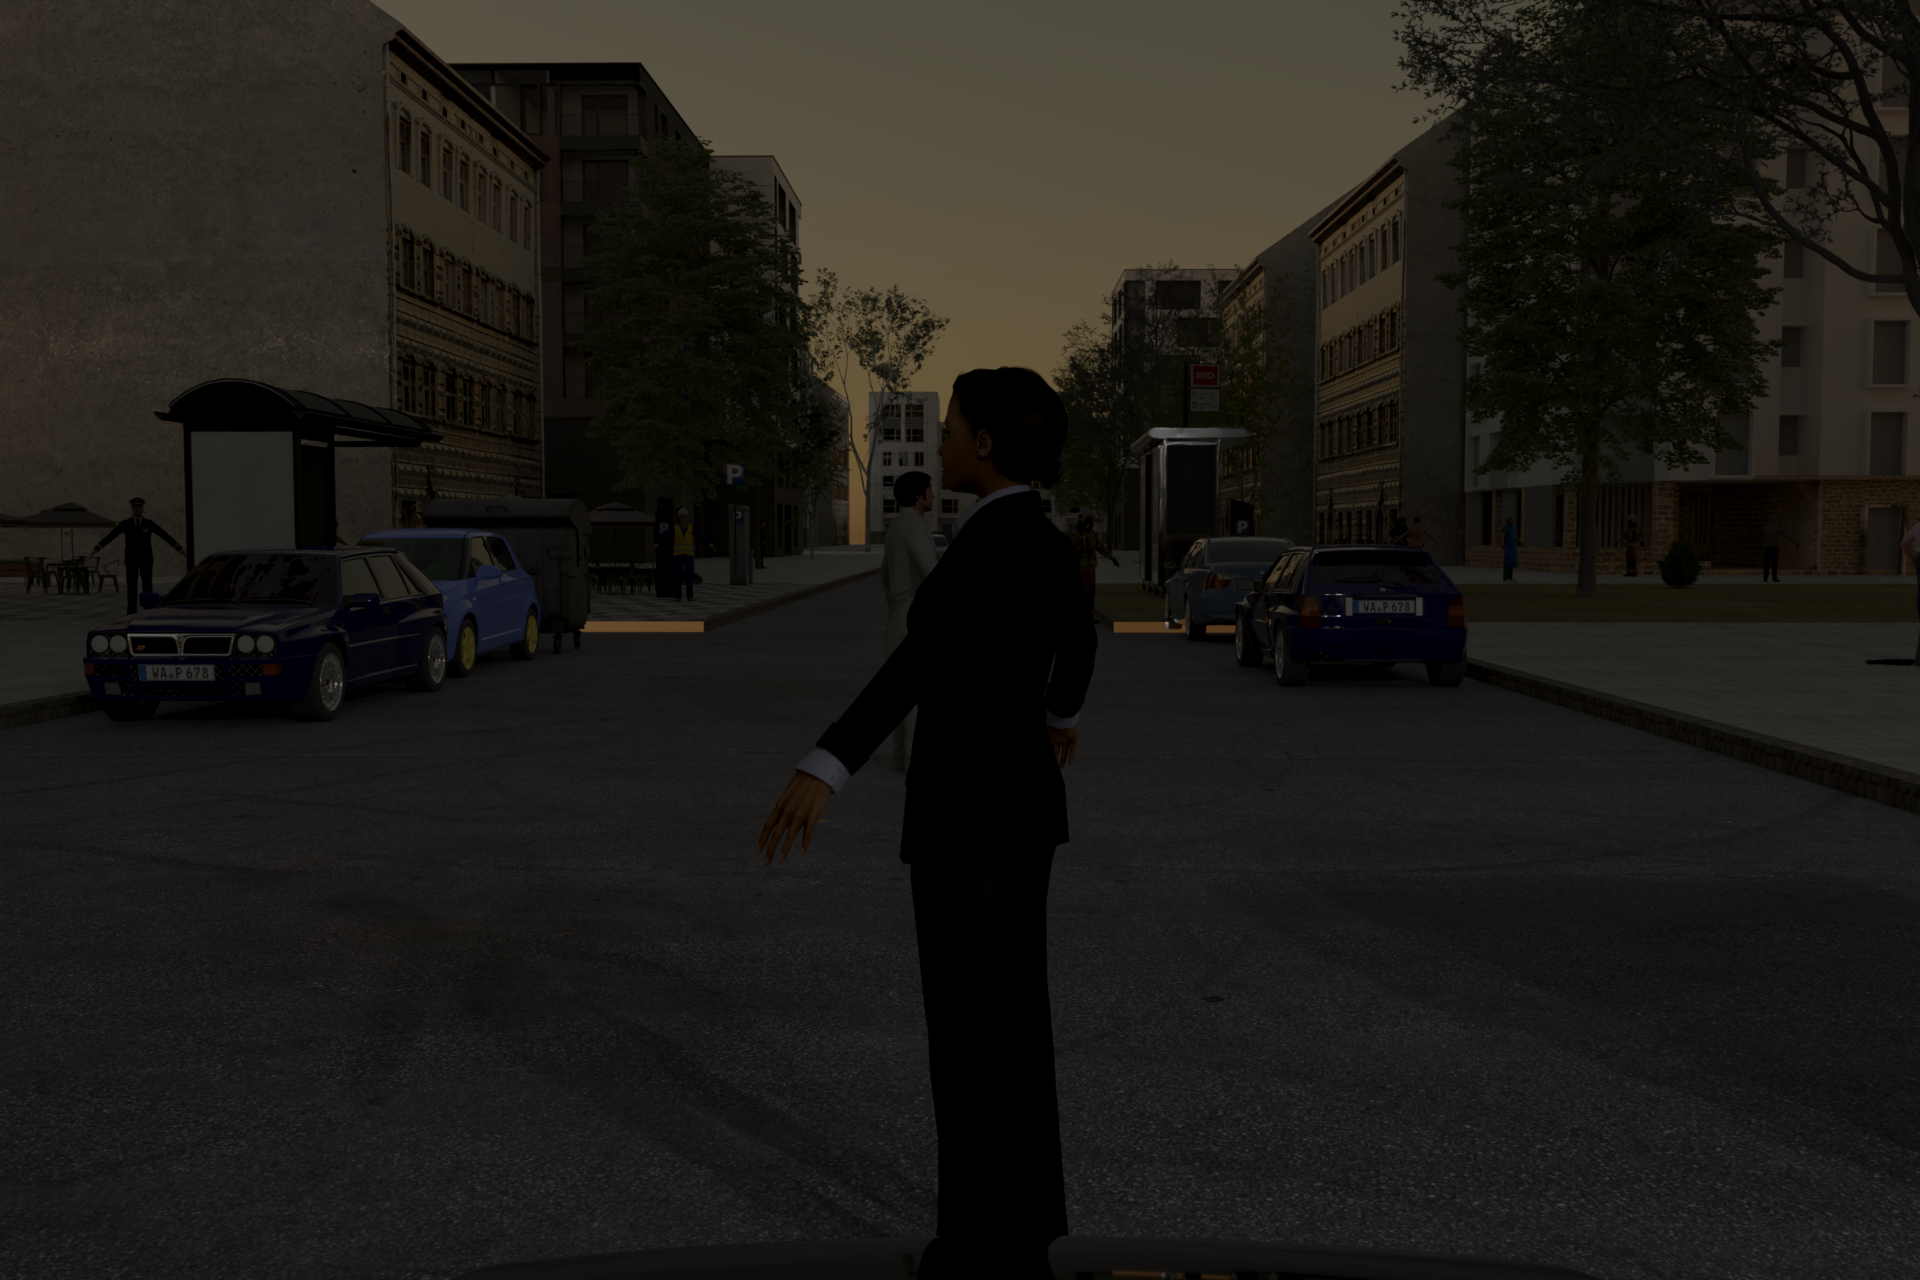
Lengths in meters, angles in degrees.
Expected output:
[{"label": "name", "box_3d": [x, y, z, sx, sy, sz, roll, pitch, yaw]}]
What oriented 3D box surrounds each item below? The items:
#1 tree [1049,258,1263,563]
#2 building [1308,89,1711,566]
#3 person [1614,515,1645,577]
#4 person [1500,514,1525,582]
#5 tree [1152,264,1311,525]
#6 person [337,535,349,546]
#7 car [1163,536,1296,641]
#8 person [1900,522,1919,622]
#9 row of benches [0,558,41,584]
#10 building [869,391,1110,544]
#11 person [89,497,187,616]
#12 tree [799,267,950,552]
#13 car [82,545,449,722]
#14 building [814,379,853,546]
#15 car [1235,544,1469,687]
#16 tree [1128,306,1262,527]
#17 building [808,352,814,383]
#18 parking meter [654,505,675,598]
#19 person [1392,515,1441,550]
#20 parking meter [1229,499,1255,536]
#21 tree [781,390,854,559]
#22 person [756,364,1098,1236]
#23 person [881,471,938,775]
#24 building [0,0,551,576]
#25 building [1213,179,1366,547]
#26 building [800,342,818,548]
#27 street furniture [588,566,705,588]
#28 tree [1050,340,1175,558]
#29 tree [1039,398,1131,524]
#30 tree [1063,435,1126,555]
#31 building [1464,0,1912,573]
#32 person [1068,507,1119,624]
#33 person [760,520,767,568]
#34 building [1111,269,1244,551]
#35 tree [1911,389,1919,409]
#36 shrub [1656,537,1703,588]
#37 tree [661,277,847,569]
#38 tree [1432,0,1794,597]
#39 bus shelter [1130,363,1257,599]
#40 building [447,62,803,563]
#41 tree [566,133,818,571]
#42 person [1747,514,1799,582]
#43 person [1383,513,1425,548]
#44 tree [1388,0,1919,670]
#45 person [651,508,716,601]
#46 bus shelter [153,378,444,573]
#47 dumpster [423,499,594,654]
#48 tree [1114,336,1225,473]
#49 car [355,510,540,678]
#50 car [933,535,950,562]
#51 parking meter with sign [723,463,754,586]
[{"label": "tree", "box_3d": [8.429, -10.205, 77.217, 12.009, 13.543, 11.850, 0, 3, 0]}, {"label": "building", "box_3d": [27.117, -15.121, 78.160, 19.493, 23.208, 18.063, 0, 4, 1]}, {"label": "person", "box_3d": [20.169, -2.830, 52.044, 0.705, 1.858, 1.354, -1, 4, -16]}, {"label": "person", "box_3d": [14.751, -2.463, 46.399, 0.704, 1.817, 1.347, 3, 5, 41]}, {"label": "tree", "box_3d": [7.545, -5.877, 46.456, 4.737, 8.622, 4.395, 0, 3, 0]}, {"label": "person", "box_3d": [-10.628, -1.374, 28.602, 1.345, 1.843, 0.704, 1, 4, 12]}, {"label": "car", "box_3d": [3.944, -0.769, 24.580, 2.014, 1.417, 4.499, 0, 4, 1]}, {"label": "person", "box_3d": [12.816, -0.968, 22.807, 0.436, 1.711, 0.756, -1, 4, -16]}, {"label": "row of benches", "box_3d": [-25.655, -1.763, 44.284, 4.104, 0.672, 1.422, -1, 4, -11]}, {"label": "building", "box_3d": [4.611, -21.558, 221.388, 31.486, 18.905, 16.747, 0, 4, 0]}, {"label": "person", "box_3d": [-12.536, -1.254, 26.441, 1.347, 1.837, 0.705, -2, 4, -25]}, {"label": "tree", "box_3d": [-7.384, -16.371, 123.555, 12.611, 20.169, 13.585, 0, 3, 0]}, {"label": "car", "box_3d": [-5.633, -0.116, 14.473, 1.945, 1.354, 3.894, 0, 4, 1]}, {"label": "building", "box_3d": [-22.490, -22.104, 192.329, 19.493, 23.208, 18.063, 0, 4, 2]}, {"label": "car", "box_3d": [3.868, -0.308, 17.617, 1.945, 1.354, 3.894, 0, 4, 0]}, {"label": "tree", "box_3d": [7.146, -6.489, 56.457, 4.360, 8.622, 3.978, 0, 3, 0]}, {"label": "building", "box_3d": [-20.452, -19.131, 169.205, 16.016, 20.090, 11.380, 0, 4, 1]}, {"label": "parking meter", "box_3d": [-5.952, -1.784, 34.885, 0.399, 1.863, 0.255, 0, 4, 1]}, {"label": "person", "box_3d": [10.953, -2.131, 41.646, 1.217, 1.733, 0.721, 0, 4, 2]}, {"label": "parking meter", "box_3d": [4.652, -1.398, 28.570, 0.399, 1.863, 0.255, 0, 4, 2]}, {"label": "tree", "box_3d": [-7.567, -8.488, 89.137, 4.737, 8.622, 4.395, 0, 3, 0]}, {"label": "person", "box_3d": [-0.012, 0.362, 3.254, 0.721, 1.740, 1.216, 2, 4, 25]}, {"label": "person", "box_3d": [-0.248, -0.107, 10.399, 0.705, 1.806, 1.347, -1, 4, -20]}, {"label": "building", "box_3d": [-26.195, -14.053, 60.690, 19.493, 23.208, 18.063, 0, 4, 0]}, {"label": "building", "box_3d": [26.030, -16.679, 103.635, 19.493, 23.208, 18.063, 0, 4, 1]}, {"label": "building", "box_3d": [-22.372, -17.314, 149.546, 16.747, 18.905, 31.486, 0, 4, 1]}, {"label": "street furniture", "box_3d": [-11.027, -1.809, 45.207, 5.734, 0.657, 10.072, -2, 4, -32]}, {"label": "tree", "box_3d": [8.049, -10.122, 91.257, 9.928, 11.665, 9.643, 0, 3, 0]}, {"label": "tree", "box_3d": [8.709, -12.862, 128.423, 7.486, 12.596, 7.792, 0, 3, 0]}, {"label": "tree", "box_3d": [8.694, -9.655, 108.214, 4.737, 8.622, 4.395, 0, 3, 0]}, {"label": "building", "box_3d": [24.932, -12.838, 66.327, 16.016, 20.090, 11.380, 0, 4, 1]}, {"label": "person", "box_3d": [2.008, -1.181, 27.528, 1.354, 1.858, 0.705, -3, 5, -43]}, {"label": "person", "box_3d": [-7.376, -3.577, 64.669, 0.705, 1.806, 1.347, 0, 4, -6]}, {"label": "building", "box_3d": [26.835, -18.711, 149.903, 27.936, 21.610, 32.646, 0, 4, 1]}, {"label": "tree", "box_3d": [28.288, -6.686, 43.731, 7.601, 10.594, 8.767, -1, 4, -19]}, {"label": "shrub", "box_3d": [17.048, -1.829, 41.026, 1.383, 1.207, 1.383, 0, 3, 0]}, {"label": "tree", "box_3d": [-7.668, -7.865, 63.007, 7.601, 10.594, 8.767, -3, 5, -41]}, {"label": "tree", "box_3d": [13.143, -7.160, 35.197, 7.486, 12.596, 7.792, 0, 3, 0]}, {"label": "bus shelter", "box_3d": [4.951, -3.713, 38.339, 2.179, 5.291, 8.768, 0, 4, 2]}, {"label": "building", "box_3d": [-24.035, -15.163, 91.887, 27.936, 21.610, 32.646, 0, 4, 1]}, {"label": "tree", "box_3d": [-7.689, -8.068, 50.032, 7.486, 12.596, 7.792, 0, 3, 0]}, {"label": "person", "box_3d": [21.774, -2.466, 46.450, 1.348, 1.813, 0.705, 3, 5, 44]}, {"label": "person", "box_3d": [12.329, -2.599, 48.279, 1.354, 1.856, 0.705, -1, 4, -21]}, {"label": "tree", "box_3d": [9.504, -6.494, 16.541, 12.009, 13.543, 11.850, 0, 3, 0]}, {"label": "person", "box_3d": [-5.256, -1.621, 32.965, 1.216, 1.772, 0.721, -1, 4, -11]}, {"label": "bus shelter", "box_3d": [-9.391, -1.917, 25.273, 2.014, 3.302, 5.546, 0, 4, 1]}, {"label": "dumpster", "box_3d": [-5.502, -0.790, 21.125, 1.865, 1.857, 1.264, 0, 4, 2]}, {"label": "tree", "box_3d": [7.434, -6.982, 64.522, 4.360, 8.622, 3.978, 0, 3, 0]}, {"label": "car", "box_3d": [-5.714, -0.540, 18.419, 1.945, 1.707, 3.694, 0, 4, 1]}, {"label": "car", "box_3d": [-1.225, -3.520, 69.554, 2.014, 1.417, 4.499, 0, 4, 1]}, {"label": "parking meter with sign", "box_3d": [-5.522, -2.891, 43.521, 0.543, 3.016, 1.738, 0, 4, 1]}]
